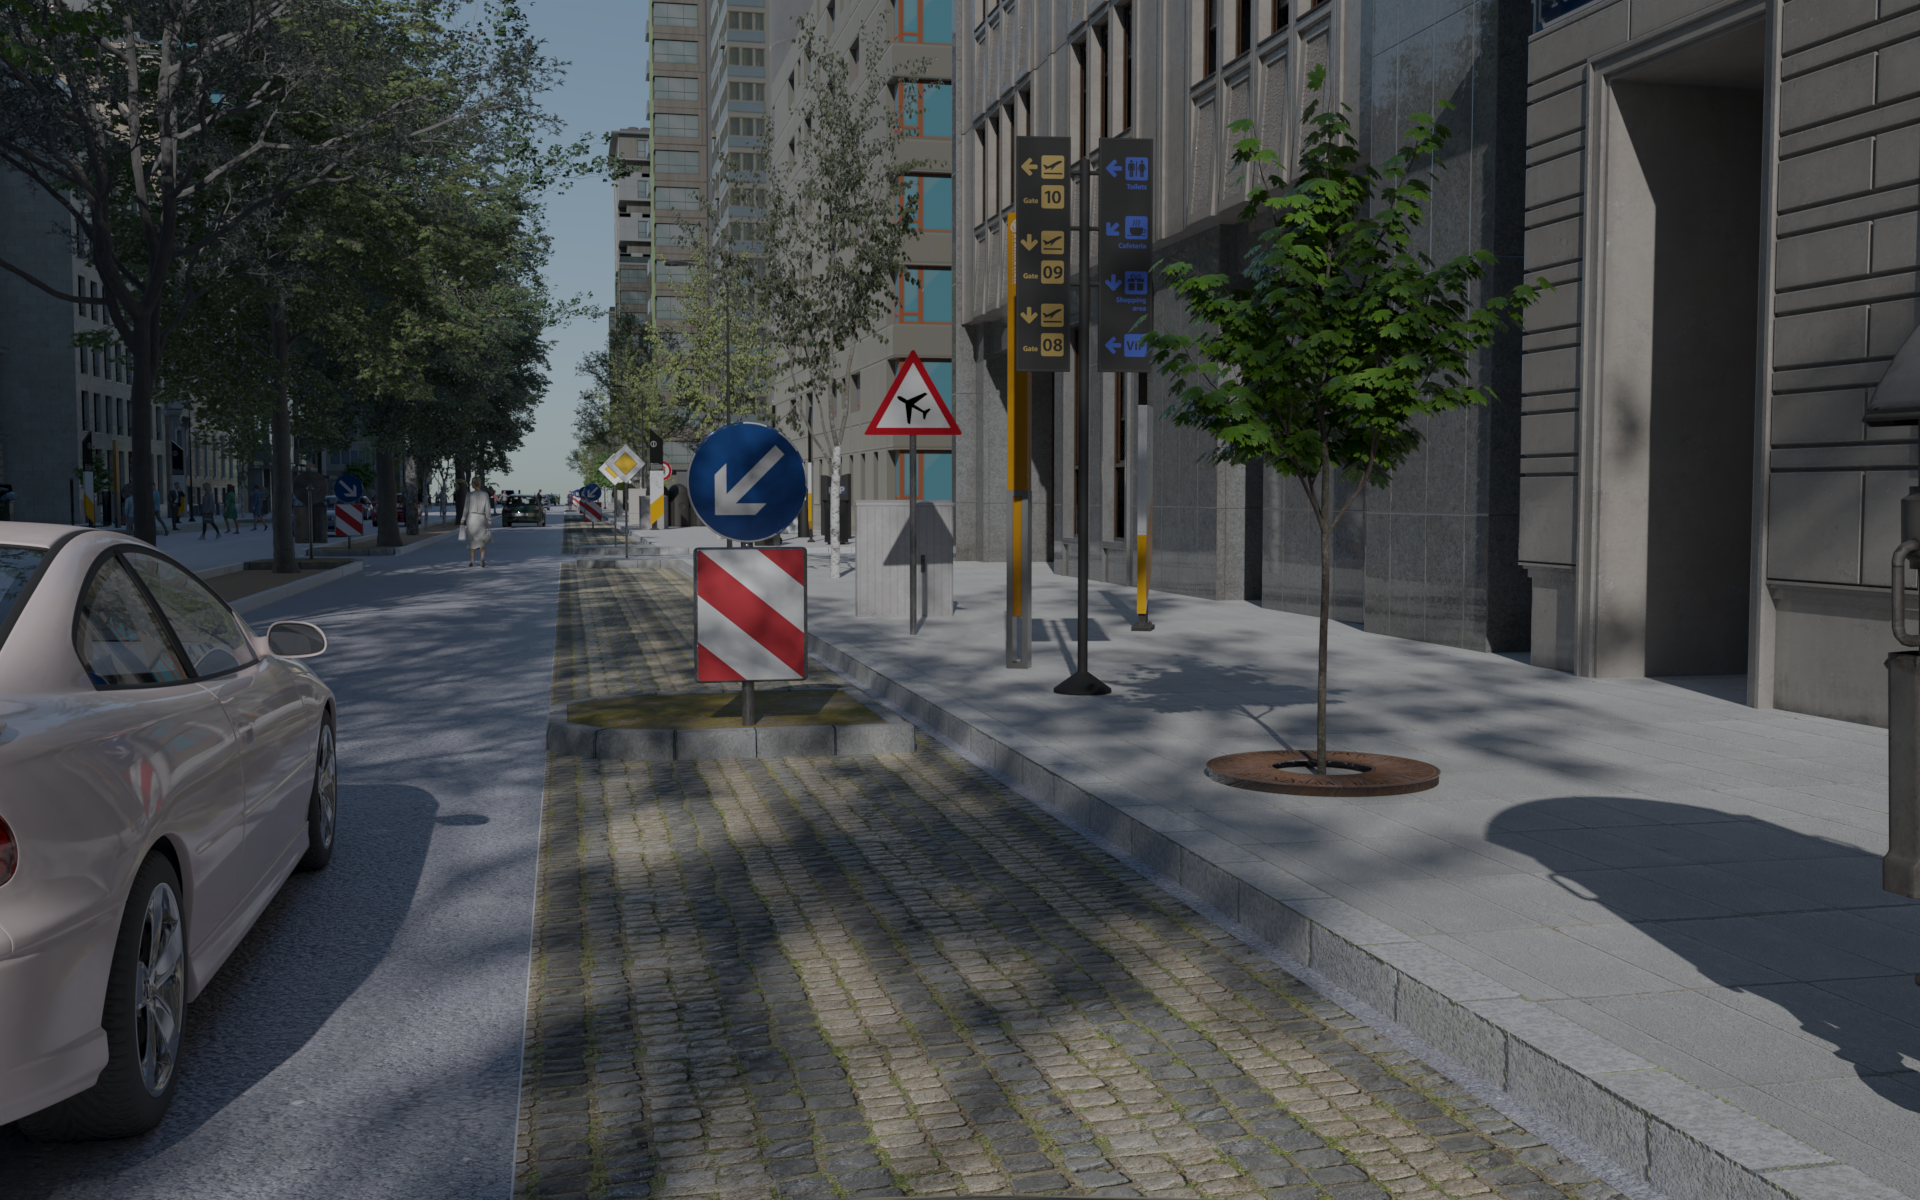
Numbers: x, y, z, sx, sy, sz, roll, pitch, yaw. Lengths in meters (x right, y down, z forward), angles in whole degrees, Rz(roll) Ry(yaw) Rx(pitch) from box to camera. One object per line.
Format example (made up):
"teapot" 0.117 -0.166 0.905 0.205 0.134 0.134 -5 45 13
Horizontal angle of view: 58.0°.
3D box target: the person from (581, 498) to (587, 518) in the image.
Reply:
"person" -22.230 -5.733 102.474 0.600 1.795 0.529 1 4 14

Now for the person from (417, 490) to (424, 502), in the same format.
"person" -47.274 -8.738 151.396 1.348 1.821 0.705 1 4 14

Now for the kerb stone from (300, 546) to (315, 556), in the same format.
"kerb stone" -15.322 -1.126 40.598 0.120 0.150 1.000 -1 4 -13

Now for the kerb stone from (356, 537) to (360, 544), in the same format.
"kerb stone" -17.371 -1.675 49.606 0.120 0.150 1.000 -1 4 -13

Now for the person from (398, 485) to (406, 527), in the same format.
"person" -23.974 -4.072 74.984 0.656 1.842 0.836 -1 4 -23

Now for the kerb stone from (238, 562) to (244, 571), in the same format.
"kerb stone" -13.384 -0.602 32.050 0.120 0.150 1.000 -1 4 -13

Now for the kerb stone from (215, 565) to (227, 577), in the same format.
"kerb stone" -12.926 -0.479 30.057 0.120 0.150 1.000 -1 4 -13

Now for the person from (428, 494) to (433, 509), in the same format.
"person" -52.460 -9.767 171.442 1.065 1.426 0.557 -3 4 -36

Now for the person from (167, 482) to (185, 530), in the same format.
"person" -30.885 -3.698 68.318 0.474 1.900 0.648 0 4 7

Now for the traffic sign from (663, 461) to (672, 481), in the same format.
"traffic sign" -11.374 -4.036 66.093 0.768 2.556 0.104 0 4 -7

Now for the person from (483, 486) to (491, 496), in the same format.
"person" -26.151 -5.357 95.451 0.474 1.900 0.648 1 4 15

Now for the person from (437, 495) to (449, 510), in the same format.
"person" -38.461 -7.316 128.944 1.217 1.723 0.721 2 4 29

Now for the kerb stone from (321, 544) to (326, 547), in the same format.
"kerb stone" -15.783 -1.248 42.599 0.120 0.150 1.000 -1 4 -13

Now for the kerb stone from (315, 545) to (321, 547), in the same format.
"kerb stone" -15.548 -1.187 41.604 0.120 0.150 1.000 -1 4 -13

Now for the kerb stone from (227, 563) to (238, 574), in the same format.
"kerb stone" -13.143 -0.539 31.056 0.120 0.150 1.000 -1 4 -13

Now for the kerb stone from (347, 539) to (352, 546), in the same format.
"kerb stone" -16.911 -1.552 47.600 0.120 0.150 1.000 -1 4 -13

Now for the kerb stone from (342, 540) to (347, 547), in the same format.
"kerb stone" -16.694 -1.493 46.601 0.120 0.150 1.000 -1 4 -13

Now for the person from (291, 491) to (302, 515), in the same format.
"person" -27.111 -3.797 70.673 0.616 1.811 0.778 -2 4 -28

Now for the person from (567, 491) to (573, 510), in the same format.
"person" -33.522 -8.532 148.909 0.541 1.710 0.530 -2 4 -34

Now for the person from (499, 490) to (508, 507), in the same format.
"person" -34.745 -7.528 132.368 0.721 1.735 1.217 3 4 37

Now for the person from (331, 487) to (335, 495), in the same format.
"person" -26.078 -3.850 72.206 0.466 1.731 0.760 1 4 16

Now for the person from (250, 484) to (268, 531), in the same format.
"person" -27.496 -3.629 67.856 0.654 1.822 0.581 1 4 10

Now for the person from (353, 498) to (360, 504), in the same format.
"person" -31.787 -5.042 91.107 0.590 1.801 0.661 -2 4 -29

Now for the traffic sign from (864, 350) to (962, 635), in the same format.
"traffic sign" -0.427 -0.962 15.727 0.884 2.594 0.081 0 4 -8

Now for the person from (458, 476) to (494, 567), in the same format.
"person" -9.488 -1.532 33.906 0.694 1.780 0.624 -1 4 -11

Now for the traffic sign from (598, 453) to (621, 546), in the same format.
"traffic sign" -8.435 -2.367 42.349 0.795 2.450 0.064 -1 4 -13

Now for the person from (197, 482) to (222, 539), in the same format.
"person" -23.660 -2.808 54.596 0.728 1.800 0.709 -3 4 -39

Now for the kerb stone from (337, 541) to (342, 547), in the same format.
"kerb stone" -16.468 -1.428 45.604 0.120 0.150 1.000 -1 4 -13

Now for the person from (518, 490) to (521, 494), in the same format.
"person" -29.718 -6.584 116.965 1.217 1.723 0.721 0 4 2

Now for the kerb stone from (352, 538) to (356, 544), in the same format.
"kerb stone" -17.155 -1.615 48.602 0.120 0.150 1.000 -1 4 -13

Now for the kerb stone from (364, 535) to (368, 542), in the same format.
"kerb stone" -17.827 -1.799 51.604 0.120 0.150 1.000 -1 4 -13

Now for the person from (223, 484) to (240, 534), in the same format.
"person" -26.272 -3.282 62.410 0.529 1.795 0.600 0 4 -8

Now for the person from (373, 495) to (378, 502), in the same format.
"person" -47.983 -8.121 141.968 0.721 1.739 1.217 1 4 8

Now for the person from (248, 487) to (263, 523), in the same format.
"person" -34.640 -4.687 85.233 0.694 1.812 0.767 0 4 -4

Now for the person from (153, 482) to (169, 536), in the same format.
"person" -27.547 -3.118 59.339 0.748 1.841 0.638 0 4 7

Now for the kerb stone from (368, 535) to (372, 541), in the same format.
"kerb stone" -18.059 -1.860 52.606 0.120 0.150 1.000 -1 4 -13

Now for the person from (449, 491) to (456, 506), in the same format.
"person" -62.270 -12.533 213.371 1.348 1.831 0.705 -1 4 -23

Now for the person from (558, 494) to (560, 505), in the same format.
"person" -53.858 -13.514 232.717 0.557 1.426 1.065 -1 4 -10

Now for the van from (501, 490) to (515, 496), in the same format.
"van" -62.716 -14.435 240.399 2.240 2.365 5.245 -1 4 -11

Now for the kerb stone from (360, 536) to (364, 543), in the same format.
"kerb stone" -17.602 -1.736 50.607 0.120 0.150 1.000 -1 4 -13

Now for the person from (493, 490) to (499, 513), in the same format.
"person" -34.217 -7.249 127.734 0.721 1.743 1.217 -2 4 -29

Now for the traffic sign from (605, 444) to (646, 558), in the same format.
"traffic sign" -6.663 -1.891 34.563 0.795 2.450 0.064 -1 4 -13

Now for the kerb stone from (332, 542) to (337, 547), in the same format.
"kerb stone" -16.236 -1.366 44.609 0.120 0.150 1.000 -1 4 -13

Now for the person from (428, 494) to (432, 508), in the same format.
"person" -56.050 -10.464 182.778 0.628 1.438 0.799 -1 4 -9

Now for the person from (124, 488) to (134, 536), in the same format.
"person" -23.425 -2.371 49.076 0.589 1.601 0.330 -3 5 -42

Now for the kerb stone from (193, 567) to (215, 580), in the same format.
"kerb stone" -12.697 -0.419 29.054 0.120 0.150 1.000 -1 4 -13

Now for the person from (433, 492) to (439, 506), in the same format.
"person" -62.000 -11.998 205.391 1.217 1.736 0.721 1 4 17

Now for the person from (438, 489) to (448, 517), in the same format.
"person" -32.863 -6.193 110.025 0.678 1.792 0.850 0 4 -2

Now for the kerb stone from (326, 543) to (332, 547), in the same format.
"kerb stone" -16.005 -1.309 43.607 0.120 0.150 1.000 -1 4 -13

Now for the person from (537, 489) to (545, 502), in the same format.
"person" -28.864 -6.752 119.351 0.568 1.767 0.683 -1 4 -12
